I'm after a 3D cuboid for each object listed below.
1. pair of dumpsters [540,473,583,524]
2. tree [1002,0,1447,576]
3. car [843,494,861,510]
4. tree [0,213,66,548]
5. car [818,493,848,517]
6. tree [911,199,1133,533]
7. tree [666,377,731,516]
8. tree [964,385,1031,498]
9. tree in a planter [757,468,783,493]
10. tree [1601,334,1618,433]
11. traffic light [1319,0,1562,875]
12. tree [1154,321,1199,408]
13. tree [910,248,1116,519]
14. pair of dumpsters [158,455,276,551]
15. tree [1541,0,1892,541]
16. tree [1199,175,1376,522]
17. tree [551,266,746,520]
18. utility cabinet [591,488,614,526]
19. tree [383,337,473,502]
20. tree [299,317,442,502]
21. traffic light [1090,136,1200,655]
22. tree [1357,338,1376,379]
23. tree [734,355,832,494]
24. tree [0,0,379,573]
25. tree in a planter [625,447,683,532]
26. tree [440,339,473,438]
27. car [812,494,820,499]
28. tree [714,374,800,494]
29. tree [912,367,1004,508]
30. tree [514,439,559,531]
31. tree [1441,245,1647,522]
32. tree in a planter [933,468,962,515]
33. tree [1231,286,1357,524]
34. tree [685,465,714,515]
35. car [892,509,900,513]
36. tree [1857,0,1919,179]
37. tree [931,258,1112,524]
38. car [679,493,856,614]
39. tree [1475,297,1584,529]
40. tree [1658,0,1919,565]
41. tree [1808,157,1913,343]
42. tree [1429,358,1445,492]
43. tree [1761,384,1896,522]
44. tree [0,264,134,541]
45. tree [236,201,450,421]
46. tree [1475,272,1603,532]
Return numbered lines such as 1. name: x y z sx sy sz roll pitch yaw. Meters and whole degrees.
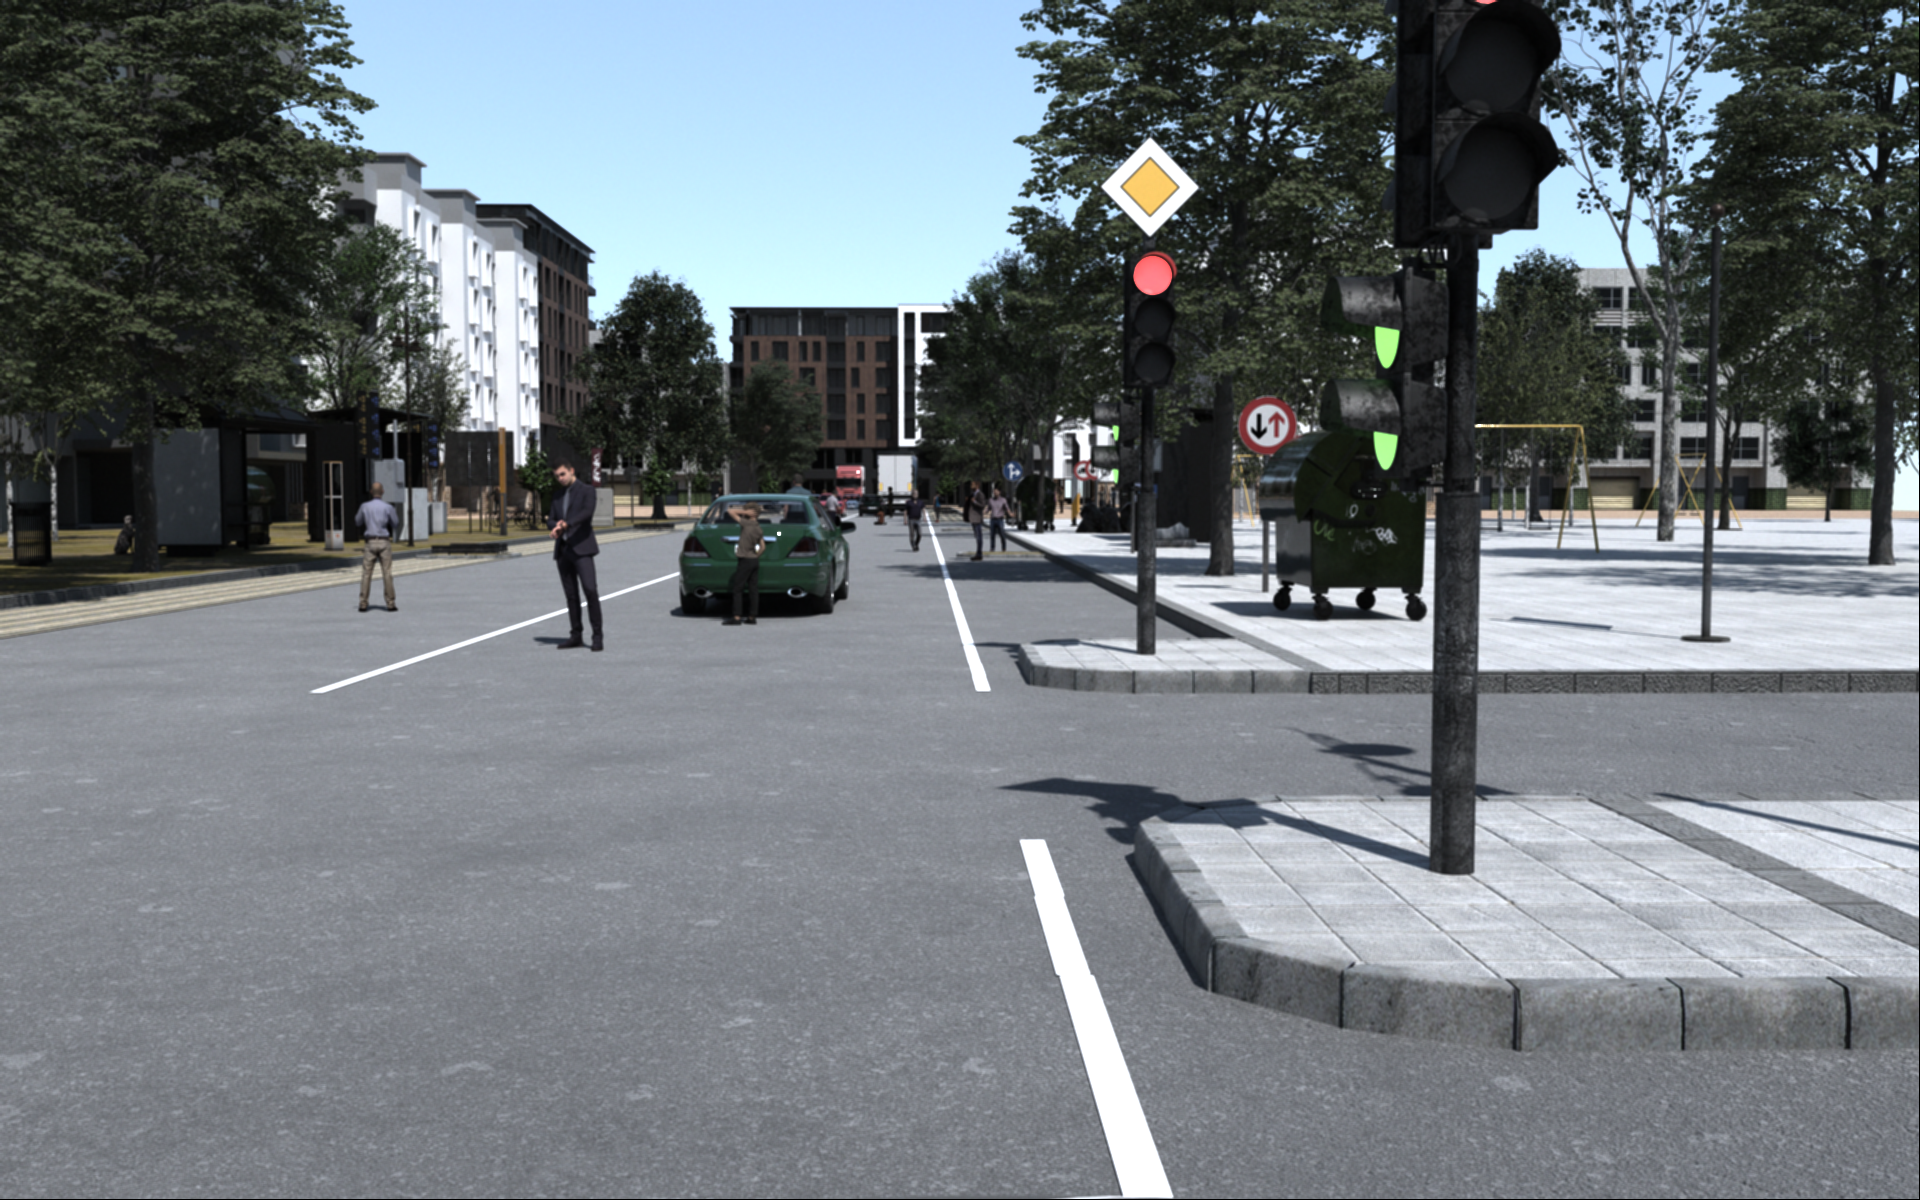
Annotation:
1. pair of dumpsters: -17.705 -4.568 77.187 1.574 2.255 4.437 0 4 -1
2. tree: 4.552 -6.662 27.056 7.486 12.596 7.792 0 3 0
3. car: -8.668 -7.752 138.747 2.014 1.417 4.499 0 4 -3
4. tree: -22.668 -5.526 40.711 4.360 8.622 3.978 0 3 0
5. car: -8.057 -6.062 108.149 2.155 1.783 4.494 0 4 -1
6. tree: 2.560 -7.426 55.831 8.767 10.594 7.601 0 4 1
7. tree: -15.378 -9.131 99.651 4.737 8.622 4.395 0 3 0
8. tree: 2.342 -9.811 110.764 4.737 8.622 4.395 0 3 0
9. tree in a planter: -12.750 -7.256 115.850 1.991 3.239 1.994 0 4 -1
10. tree: 24.353 -7.282 69.429 4.737 8.622 4.395 0 3 0
11. traffic light: 1.657 -1.031 5.785 0.839 4.253 0.868 0 4 -1
12. tree: 8.667 -6.993 64.705 4.360 8.622 3.978 0 3 0
13. tree: 2.554 -10.833 87.486 12.009 13.543 11.850 0 3 0
14. pair of dumpsters: -17.721 -2.352 40.956 1.574 2.255 4.437 0 4 -1
15. tree: 17.934 -11.709 47.323 12.611 20.169 13.585 0 3 0
16. tree: 7.582 -5.395 38.568 4.360 8.622 3.978 0 3 0
17. tree: -15.324 -10.422 87.410 9.611 12.733 9.660 0 3 0
18. utility cabinet: -14.161 -3.612 67.742 1.173 1.500 0.318 -2 4 -35
19. tree: -23.372 -7.724 76.644 4.360 8.622 3.978 0 3 0
20. tree: -24.753 -7.369 70.853 4.737 8.622 4.395 0 3 0
21. traffic light: 1.473 -1.520 13.768 0.839 4.253 0.868 0 4 -1
22. tree: 18.684 -7.776 77.503 4.737 8.622 4.395 0 3 0
23. tree: -16.251 -15.320 157.140 9.857 13.997 8.962 0 3 0
24. tree: -13.322 -6.748 28.449 7.486 12.596 7.792 0 3 0
25. tree in a planter: -11.603 -4.198 65.857 1.991 3.239 1.994 0 4 -1
26. tree: -25.061 -8.046 81.918 4.737 8.622 4.395 0 3 0
27. car: -9.835 -6.349 115.802 2.014 1.417 4.499 0 4 -2
28. tree: -16.054 -12.204 133.949 7.601 10.594 8.767 1 4 10
29. tree: 0.269 -15.611 161.893 9.857 13.997 8.962 0 3 0
30. tree: -14.763 -4.046 60.758 1.663 3.219 1.824 0 3 0
31. tree: 26.682 -9.957 79.808 9.611 12.733 9.660 0 3 0
32. tree in a planter: -0.844 -7.276 116.179 1.991 3.239 1.994 0 4 -1
33. tree: 10.980 -6.637 58.879 4.737 8.622 4.395 0 3 0
34. tree: -15.667 -6.712 104.348 1.663 3.219 1.824 0 3 0
35. car: -4.356 -7.484 131.156 1.959 1.807 4.718 0 4 0
36. tree: 14.661 -5.793 20.477 9.928 11.665 9.643 0 3 0
37. tree: 2.782 -9.091 74.401 9.928 11.665 9.643 0 3 0
38. car: -2.431 -0.634 22.169 2.131 1.459 4.920 0 4 0
39. tree: 20.815 -6.958 64.121 4.360 8.622 3.978 0 3 0
40. tree: 16.321 -6.901 30.967 7.486 12.596 7.792 0 3 0
41. tree: 20.581 -5.362 38.034 4.360 8.622 3.978 0 3 0
42. tree: 19.564 -7.370 70.870 4.360 8.622 3.978 0 3 0
43. tree: 48.250 -7.213 80.835 20.602 7.101 11.467 -2 4 -25
44. tree: -24.566 -5.920 47.150 4.737 8.622 4.395 0 3 0
45. tree: -21.844 -8.301 61.482 9.928 11.665 9.643 0 3 0
46. tree: 18.536 -6.610 58.430 4.737 8.622 4.395 0 3 0
